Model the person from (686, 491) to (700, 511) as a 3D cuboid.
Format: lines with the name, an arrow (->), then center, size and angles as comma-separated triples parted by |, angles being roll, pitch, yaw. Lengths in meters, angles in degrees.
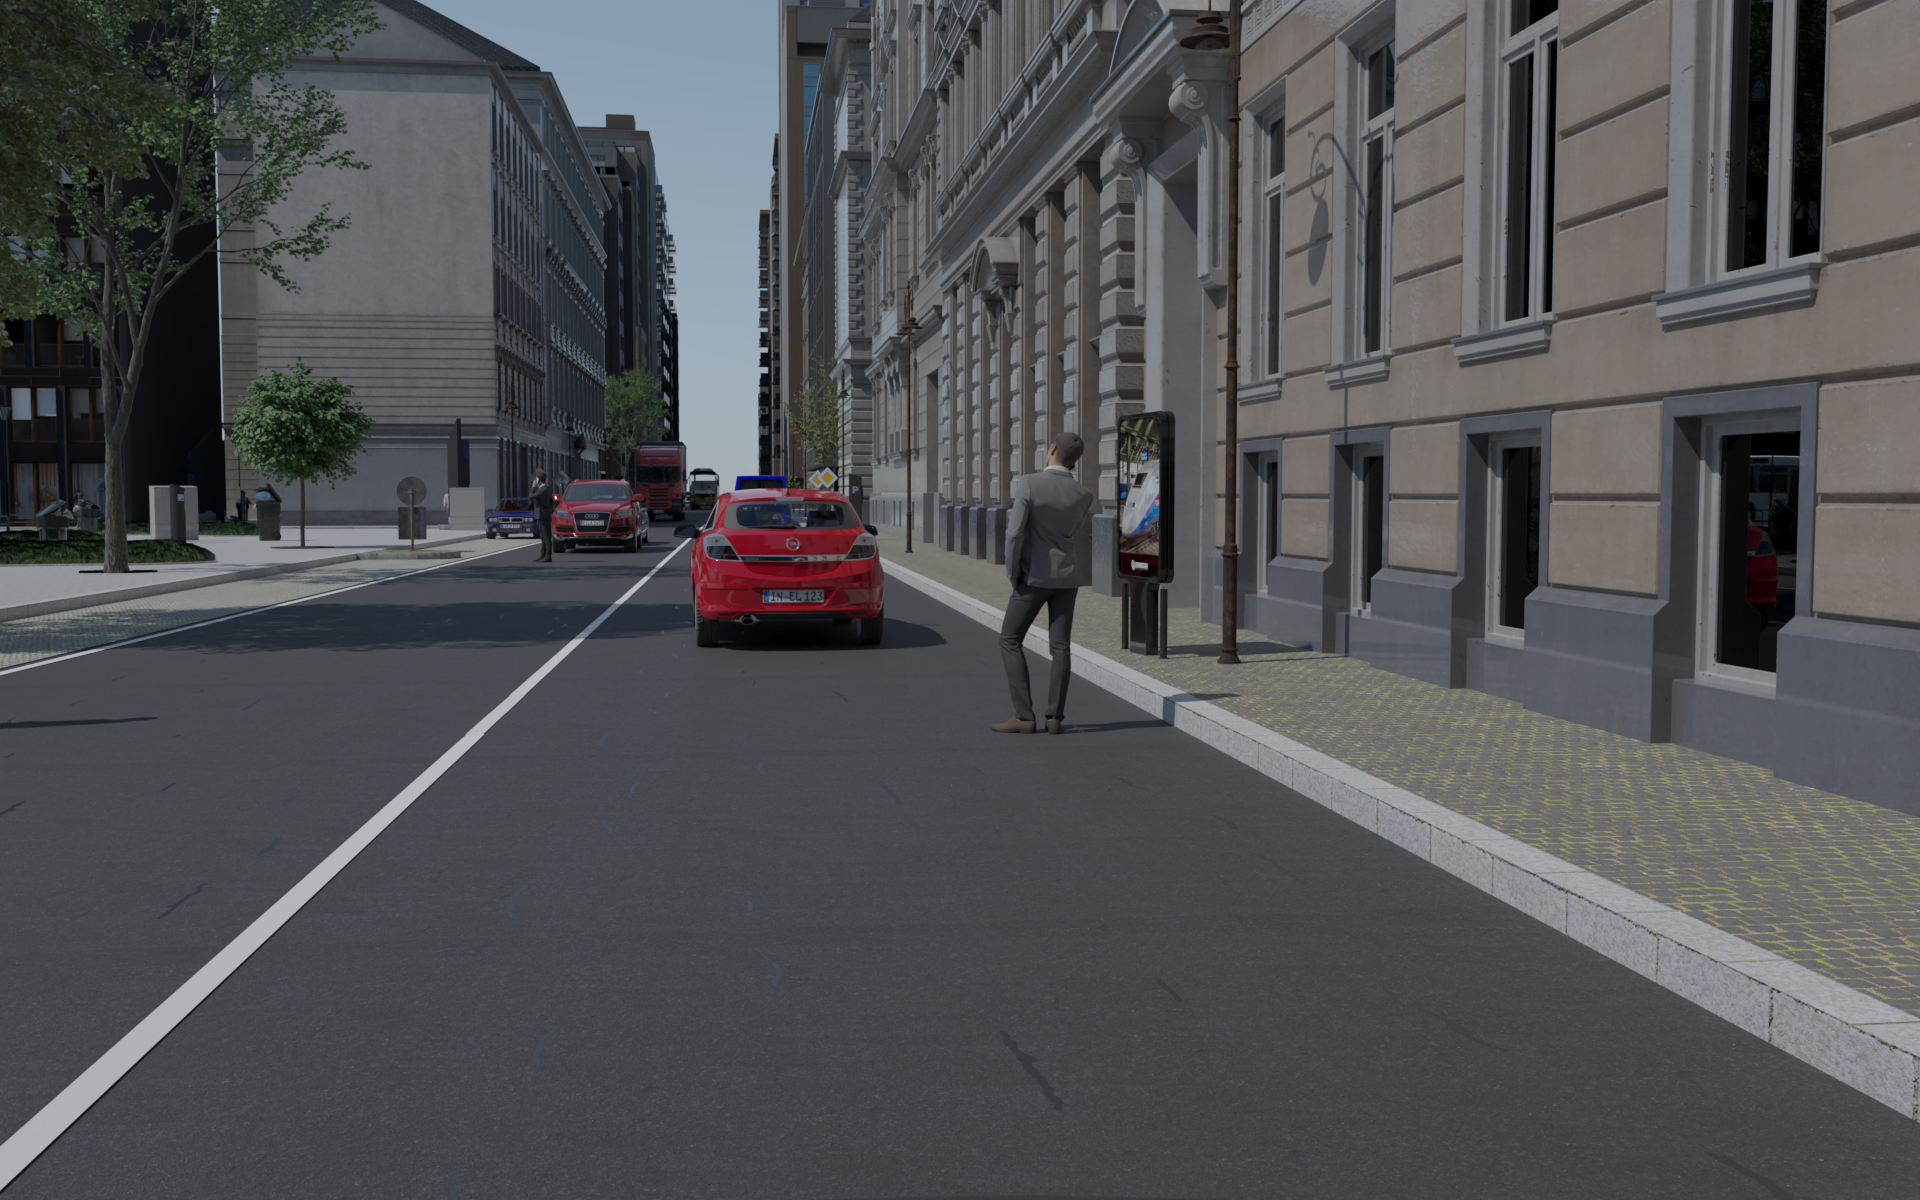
person -> -22.784, -8.481, 147.880 | 1.217, 1.735, 0.721 | -1, 4, -21

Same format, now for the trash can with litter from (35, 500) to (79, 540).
trash can with litter -> -18.182, -1.400, 34.275 | 0.624, 1.170, 1.055 | 3, 5, 40

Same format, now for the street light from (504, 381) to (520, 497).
street light -> -18.364, -6.014, 71.121 | 0.468, 5.910, 1.993 | 0, 4, -7

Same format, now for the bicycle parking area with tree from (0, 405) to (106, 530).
bicycle parking area with tree -> -33.460, -4.253, 56.545 | 8.231, 4.147, 9.016 | 1, 4, 19

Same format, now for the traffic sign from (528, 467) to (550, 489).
traffic sign -> -15.271, -3.622, 62.864 | 0.795, 2.450, 0.064 | 0, 4, -7

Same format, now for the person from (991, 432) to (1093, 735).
person -> 0.493, -0.105, 10.401 | 0.592, 1.802, 0.473 | -1, 4, -10

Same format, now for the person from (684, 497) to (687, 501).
person -> -35.142, -12.993, 221.618 | 0.721, 1.739, 1.217 | 0, 4, 5

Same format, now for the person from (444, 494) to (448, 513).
person -> -19.444, -3.507, 66.516 | 0.731, 1.740, 0.598 | -1, 4, -18

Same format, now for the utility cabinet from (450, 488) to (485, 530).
utility cabinet -> -17.300, -3.190, 60.835 | 1.173, 1.500, 0.318 | -1, 4, -14

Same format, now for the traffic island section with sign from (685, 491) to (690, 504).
traffic island section with sign -> -42.838, -16.514, 278.627 | 1.989, 1.847, 2.006 | 0, 4, -7

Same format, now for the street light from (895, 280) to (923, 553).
street light -> -1.111, -3.968, 37.669 | 0.468, 5.910, 1.993 | 0, 4, -7

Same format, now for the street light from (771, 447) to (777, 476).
street light -> -18.215, -12.189, 172.084 | 0.468, 5.910, 1.993 | 0, 4, -7

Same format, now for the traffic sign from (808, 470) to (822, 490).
traffic sign -> -5.920, -4.186, 72.083 | 0.795, 2.450, 0.064 | 0, 4, -7

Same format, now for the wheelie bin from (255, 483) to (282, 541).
wheelie bin -> -18.975, -2.423, 47.518 | 0.693, 1.594, 0.980 | -2, 4, -25

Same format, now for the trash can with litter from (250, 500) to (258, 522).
trash can with litter -> -23.802, -2.923, 59.172 | 0.624, 1.170, 1.055 | -1, 4, -21

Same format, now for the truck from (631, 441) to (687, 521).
truck -> -16.249, -6.450, 94.373 | 2.839, 4.237, 11.283 | 0, 4, -8

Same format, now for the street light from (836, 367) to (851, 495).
street light -> -4.253, -5.523, 63.083 | 0.468, 5.910, 1.993 | 0, 4, -7

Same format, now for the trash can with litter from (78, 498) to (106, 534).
trash can with litter -> -24.409, -2.296, 48.934 | 0.624, 1.170, 1.055 | 2, 4, 32

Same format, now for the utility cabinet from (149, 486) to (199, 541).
utility cabinet -> -21.284, -2.339, 46.925 | 0.318, 1.500, 1.173 | 3, 5, 41

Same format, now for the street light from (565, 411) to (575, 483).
street light -> -21.660, -7.550, 96.224 | 0.468, 5.910, 1.993 | 0, 4, -7

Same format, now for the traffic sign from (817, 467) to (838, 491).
traffic sign -> -4.908, -3.701, 64.162 | 0.795, 2.450, 0.064 | 0, 4, -7

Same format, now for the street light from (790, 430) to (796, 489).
street light -> -11.675, -9.089, 121.394 | 0.468, 5.910, 1.993 | 0, 4, -7

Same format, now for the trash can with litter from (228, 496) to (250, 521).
trash can with litter -> -33.559, -4.237, 80.670 | 0.624, 1.170, 1.055 | 1, 4, 21

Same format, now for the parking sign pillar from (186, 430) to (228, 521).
parking sign pillar -> -31.676, -5.125, 72.263 | 1.447, 3.967, 1.447 | 1, 4, 12

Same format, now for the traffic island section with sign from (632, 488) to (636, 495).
traffic island section with sign -> -22.636, -6.830, 120.303 | 1.989, 1.847, 2.006 | 0, 4, -7

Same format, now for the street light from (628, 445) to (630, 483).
street light -> -28.102, -10.648, 146.878 | 0.468, 5.910, 1.993 | 0, 4, -7

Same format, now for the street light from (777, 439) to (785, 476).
street light -> -14.972, -10.612, 146.296 | 0.468, 5.910, 1.993 | 0, 4, -7

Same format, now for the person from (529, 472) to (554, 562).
person -> -8.801, -1.744, 36.378 | 0.474, 1.900, 0.648 | 0, 4, -7

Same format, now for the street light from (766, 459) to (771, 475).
street light -> -21.444, -13.701, 196.791 | 0.468, 5.910, 1.993 | 0, 4, -7

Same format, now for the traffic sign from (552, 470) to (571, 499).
traffic sign -> -16.283, -4.107, 70.785 | 0.795, 2.450, 0.064 | 0, 4, -7

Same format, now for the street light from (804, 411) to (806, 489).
street light -> -8.625, -7.577, 96.665 | 0.468, 5.910, 1.993 | 0, 4, -7

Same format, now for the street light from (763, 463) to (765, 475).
street light -> -24.668, -15.257, 222.238 | 0.468, 5.910, 1.993 | 0, 4, -7

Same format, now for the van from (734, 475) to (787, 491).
van -> -6.781, -3.339, 58.973 | 2.240, 2.365, 5.245 | 0, 4, -7

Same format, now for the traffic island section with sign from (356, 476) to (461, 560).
traffic island section with sign -> -12.183, -1.822, 38.419 | 1.989, 1.847, 2.006 | 0, 4, -7

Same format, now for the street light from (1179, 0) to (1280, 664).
street light -> 2.041, -2.457, 12.953 | 0.468, 5.910, 1.993 | 0, 4, -7

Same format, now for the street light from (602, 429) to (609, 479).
street light -> -24.758, -9.068, 121.047 | 0.468, 5.910, 1.993 | 0, 4, -7

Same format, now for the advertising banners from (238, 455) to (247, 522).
advertising banners -> -30.008, -4.659, 72.370 | 0.090, 3.025, 2.074 | -1, 4, -15
